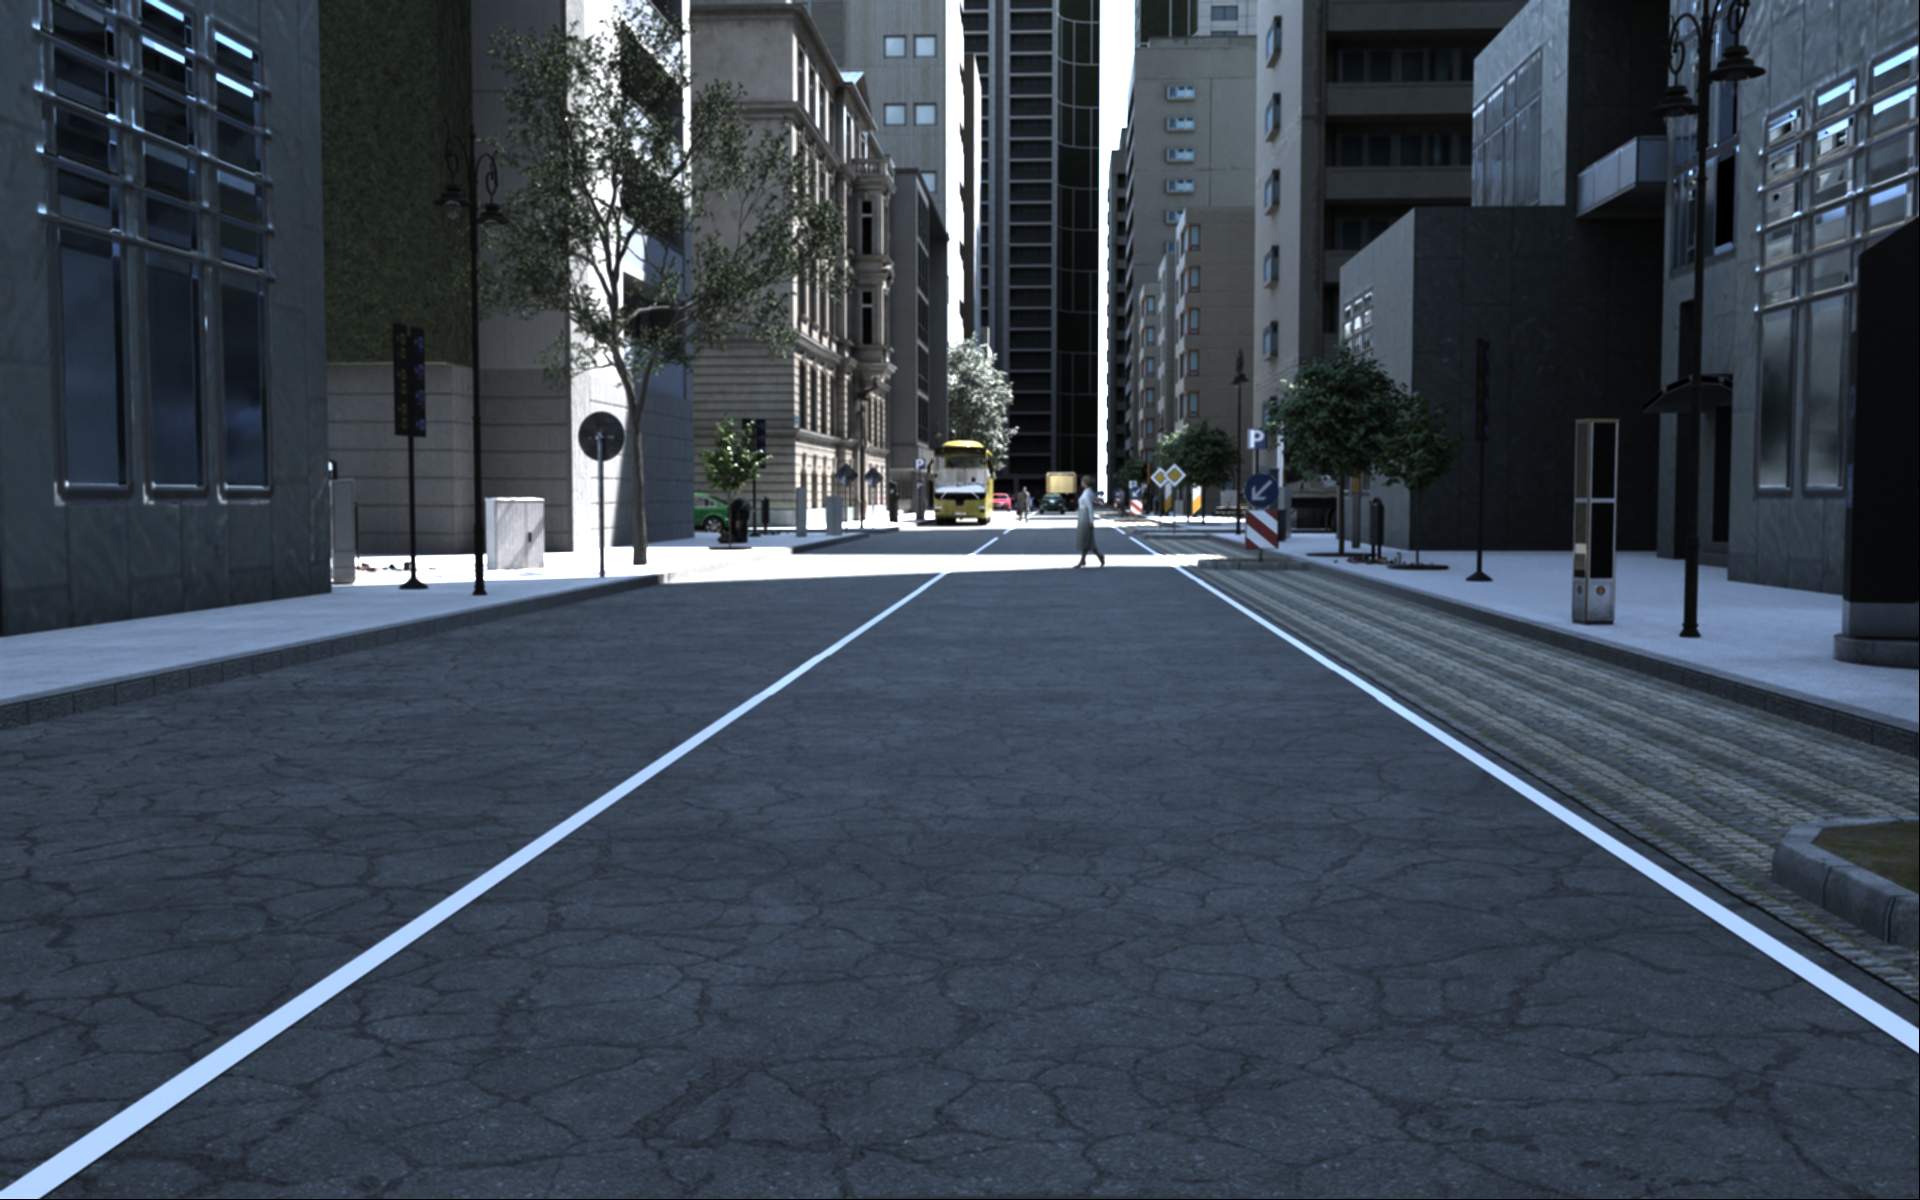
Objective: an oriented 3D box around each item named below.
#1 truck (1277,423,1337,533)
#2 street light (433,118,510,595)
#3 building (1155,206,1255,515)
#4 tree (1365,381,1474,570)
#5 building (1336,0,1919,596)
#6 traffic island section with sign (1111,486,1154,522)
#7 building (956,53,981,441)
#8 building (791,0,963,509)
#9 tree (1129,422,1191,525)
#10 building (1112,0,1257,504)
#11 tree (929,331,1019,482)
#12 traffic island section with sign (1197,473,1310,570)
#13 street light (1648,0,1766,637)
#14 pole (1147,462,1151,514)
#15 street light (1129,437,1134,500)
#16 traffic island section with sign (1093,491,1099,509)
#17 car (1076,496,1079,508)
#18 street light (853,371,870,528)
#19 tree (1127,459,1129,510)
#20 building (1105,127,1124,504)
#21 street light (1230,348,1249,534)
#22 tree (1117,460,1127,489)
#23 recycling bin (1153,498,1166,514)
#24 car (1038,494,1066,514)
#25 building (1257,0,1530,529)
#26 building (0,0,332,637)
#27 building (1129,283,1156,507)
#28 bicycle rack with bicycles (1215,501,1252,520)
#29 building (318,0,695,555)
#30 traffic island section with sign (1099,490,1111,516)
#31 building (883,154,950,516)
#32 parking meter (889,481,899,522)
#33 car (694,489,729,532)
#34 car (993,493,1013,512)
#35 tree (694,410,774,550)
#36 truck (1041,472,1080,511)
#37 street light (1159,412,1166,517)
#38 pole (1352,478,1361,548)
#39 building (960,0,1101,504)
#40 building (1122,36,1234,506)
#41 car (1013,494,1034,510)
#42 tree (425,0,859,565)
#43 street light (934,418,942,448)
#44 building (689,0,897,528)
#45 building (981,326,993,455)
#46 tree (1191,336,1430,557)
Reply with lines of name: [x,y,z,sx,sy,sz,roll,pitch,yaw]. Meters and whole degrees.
truck: [16.674,-4.322,59.576,11.283,4.237,2.839,0,4,5]
street light: [-6.111,-3.001,21.857,0.468,5.910,1.993,0,4,3]
building: [28.187,-16.698,118.055,27.650,21.520,28.899,0,4,3]
tree: [7.750,-2.150,29.760,1.663,3.219,1.824,0,3,0]
building: [21.025,-43.933,30.973,22.319,86.520,31.000,0,4,3]
traffic island section with sign: [8.838,-4.869,88.237,1.989,1.847,2.006,0,4,3]
building: [-5.108,-32.046,174.063,14.600,45.320,14.200,0,4,3]
building: [-13.695,-34.511,153.498,28.713,52.752,27.495,0,4,3]
tree: [10.218,-5.405,72.089,4.285,4.588,4.351,0,3,0]
building: [28.494,-46.664,201.206,20.563,71.187,20.611,0,4,3]
tree: [-0.295,-13.965,134.990,9.857,13.997,8.962,0,3,0]
traffic island section with sign: [5.592,-1.506,33.252,1.989,1.847,2.006,0,4,3]
street light: [6.565,-2.606,15.398,0.468,5.910,1.993,0,4,3]
pole: [12.192,-7.212,111.757,0.158,3.312,0.155,0,3,0]
street light: [13.645,-10.074,137.505,0.468,5.910,1.993,0,4,3]
traffic island section with sign: [13.418,-9.604,165.654,1.989,1.847,2.006,0,4,3]
car: [11.670,-10.466,183.115,2.014,1.417,4.499,0,4,4]
street light: [-3.692,-5.631,64.861,0.468,5.910,1.993,0,4,3]
tree: [10.342,-5.825,78.950,4.285,4.588,4.351,0,3,0]
building: [30.299,-37.168,231.390,21.600,48.544,21.300,0,4,3]
street light: [8.850,-5.023,54.914,0.468,5.910,1.993,0,4,3]
tree: [14.444,-9.602,140.704,4.285,4.588,4.351,0,3,0]
recycling bin: [12.742,-5.954,109.909,0.722,1.027,0.722,-2,4,-26]
car: [6.834,-7.137,128.485,2.131,1.459,4.920,0,4,2]
building: [23.493,-27.434,72.240,21.600,48.544,21.300,0,4,3]
building: [-18.230,-42.343,4.976,22.319,86.520,31.000,0,4,3]
building: [29.706,-19.011,155.865,27.650,21.520,28.899,0,4,3]
bicycle rack with bicycles: [14.272,-4.505,87.045,2.925,0.926,2.852,-2,4,-25]
building: [-22.041,-30.792,45.451,28.212,58.520,21.231,0,4,3]
traffic island section with sign: [10.459,-6.535,115.469,1.989,1.847,2.006,0,4,3]
building: [-8.713,-18.110,115.160,14.314,24.678,30.058,0,4,3]
parking meter: [-3.015,-4.475,78.882,0.399,1.863,0.255,2,4,28]
car: [-9.703,-3.116,59.736,4.718,1.807,1.959,0,4,1]
car: [3.299,-8.211,143.284,2.155,1.783,4.494,0,4,3]
tree: [-5.397,-2.772,39.929,1.663,3.219,1.824,0,3,0]
truck: [8.755,-9.432,150.136,3.469,3.379,9.791,0,4,3]
street light: [11.466,-7.676,98.293,0.468,5.910,1.993,0,4,3]
pole: [9.398,-2.885,41.010,0.158,3.312,0.155,0,3,0]
building: [8.410,-48.537,231.829,20.611,71.187,20.563,0,4,3]
building: [28.350,-34.074,180.803,21.300,48.544,21.600,0,4,3]
car: [5.674,-8.909,155.246,1.945,1.707,3.694,0,4,3]
tree: [-5.683,-5.926,31.300,8.767,10.594,7.601,1,4,12]
street light: [-1.342,-8.058,104.533,0.468,5.910,1.993,0,4,3]
building: [-10.392,-16.116,82.582,14.460,24.649,34.723,0,4,3]
building: [-11.130,-21.815,201.711,28.899,21.520,27.650,0,4,3]
tree: [7.911,-3.203,36.081,4.285,4.588,4.351,0,3,0]
